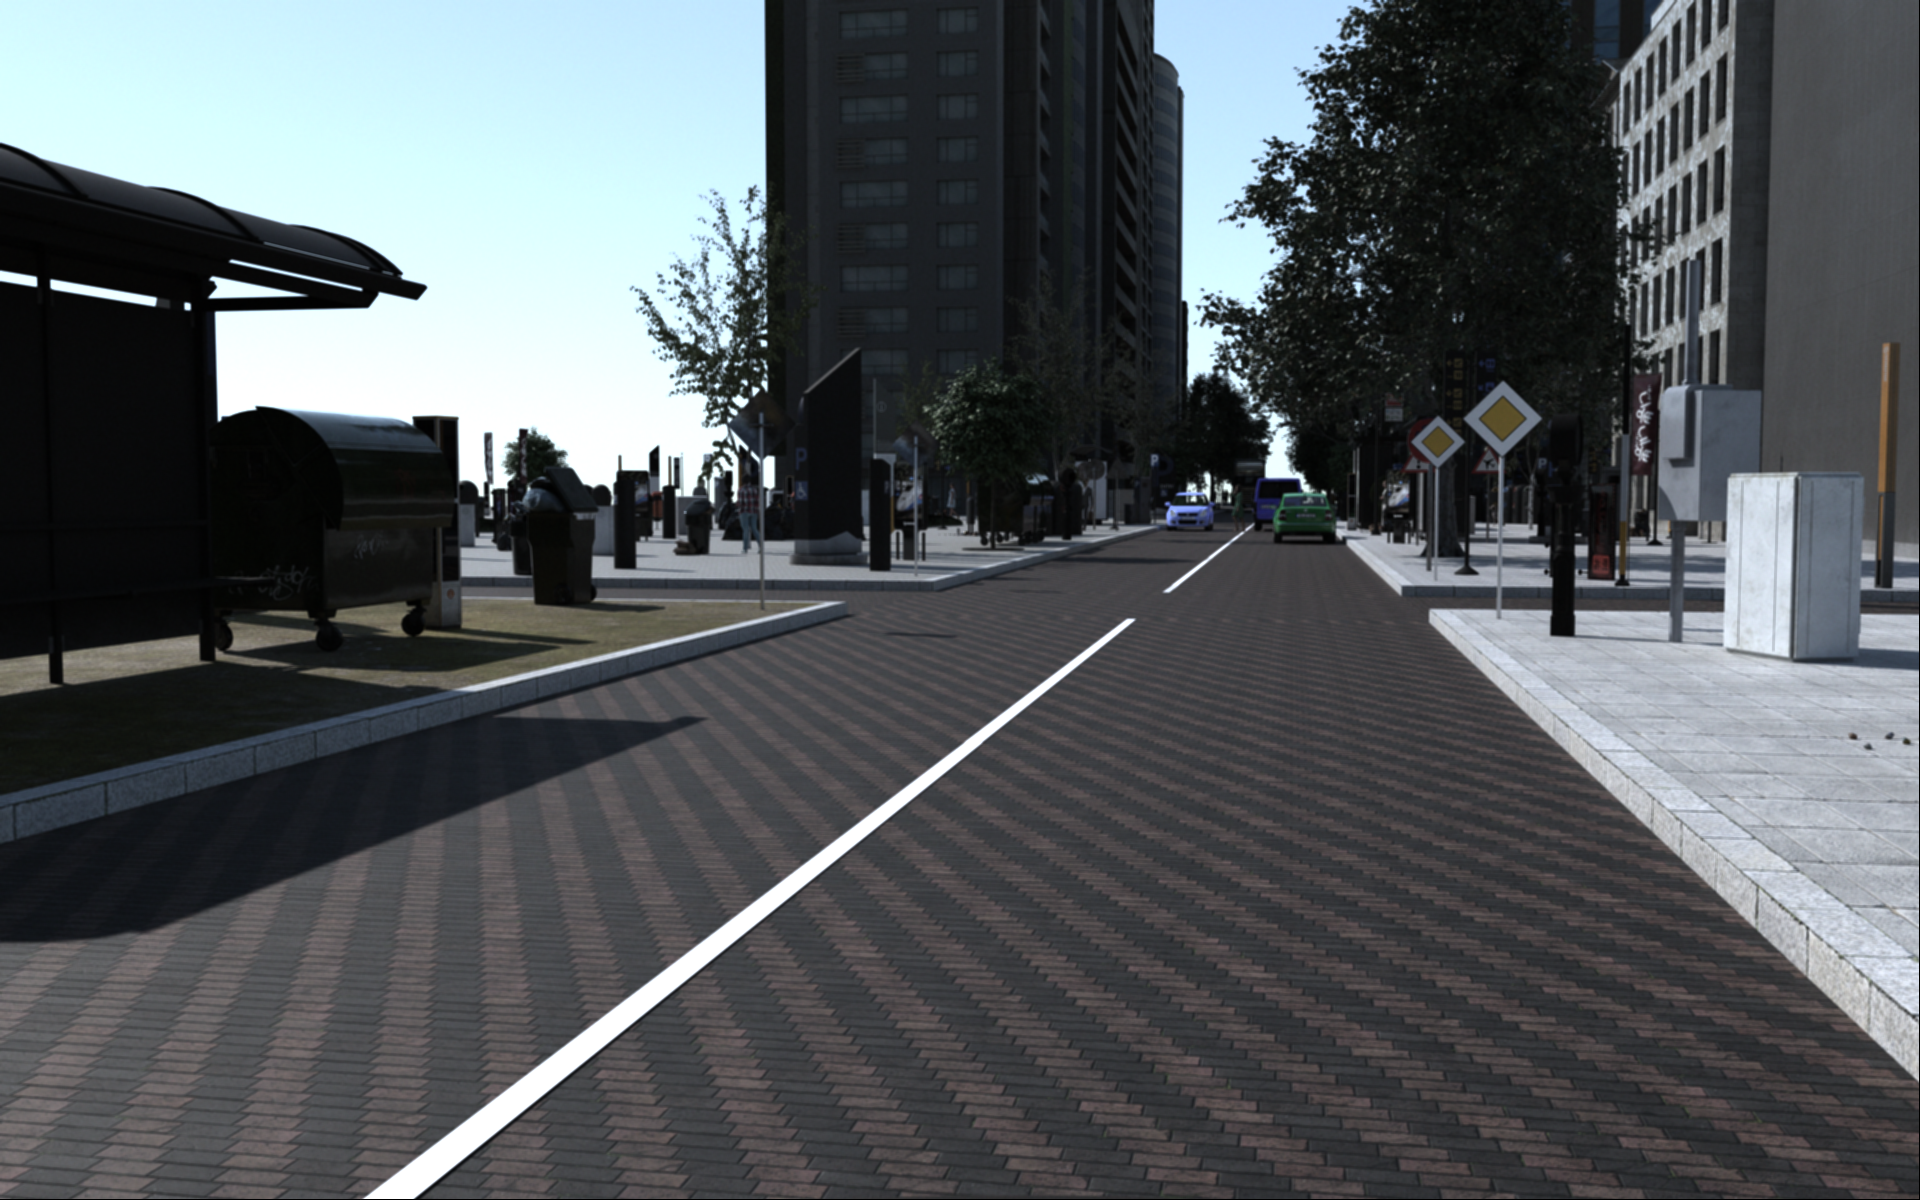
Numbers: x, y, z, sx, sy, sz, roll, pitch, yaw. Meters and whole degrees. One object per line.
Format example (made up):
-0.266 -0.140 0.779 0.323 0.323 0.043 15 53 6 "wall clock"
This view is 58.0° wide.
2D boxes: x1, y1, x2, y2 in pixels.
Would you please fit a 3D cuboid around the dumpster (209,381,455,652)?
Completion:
-5.475 -0.757 14.865 1.502 2.255 1.985 1 4 11 "dumpster"

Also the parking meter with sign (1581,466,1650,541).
17.946 -3.125 47.358 1.738 3.016 0.543 1 4 23 "parking meter with sign"

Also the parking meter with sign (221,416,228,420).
-16.155 -2.546 37.890 0.543 3.016 1.738 0 4 -2 "parking meter with sign"

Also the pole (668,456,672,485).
-15.477 -6.029 92.425 0.158 3.312 0.155 0 3 0 "pole"

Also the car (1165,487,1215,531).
9.082 -3.588 68.263 1.945 1.707 3.694 1 4 11 "car"

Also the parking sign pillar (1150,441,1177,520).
10.252 -6.051 87.413 1.447 3.967 1.447 0 4 -5 "parking sign pillar"

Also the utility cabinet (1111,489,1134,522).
7.568 -4.359 79.951 0.318 1.500 1.173 3 5 42 "utility cabinet"

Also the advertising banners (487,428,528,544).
-11.801 -3.018 45.539 0.090 3.025 2.074 1 4 13 "advertising banners"

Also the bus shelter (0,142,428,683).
-5.566 -1.028 10.724 2.014 3.302 5.546 1 4 11 "bus shelter"

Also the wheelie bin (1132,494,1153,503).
8.250 -4.324 78.613 0.980 1.594 0.693 -1 4 -21 "wheelie bin"

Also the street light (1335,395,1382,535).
12.464 -4.984 54.025 1.470 5.913 1.316 1 4 11 "street light"

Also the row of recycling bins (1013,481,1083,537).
2.668 -2.829 53.359 1.069 1.692 3.534 2 4 32 "row of recycling bins"

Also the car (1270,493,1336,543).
10.257 -2.625 51.720 1.959 1.807 4.718 1 4 10 "car"

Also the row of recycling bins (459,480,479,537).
-16.123 -2.782 52.605 3.534 1.692 1.069 1 4 22 "row of recycling bins"

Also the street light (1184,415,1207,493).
13.811 -7.920 102.025 1.470 5.913 1.316 1 4 11 "street light"

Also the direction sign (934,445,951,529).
-0.638 -4.348 63.087 0.379 3.537 0.876 -3 5 -43 "direction sign"

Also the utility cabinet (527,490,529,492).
-24.477 -5.394 96.877 0.318 1.500 1.173 -3 5 -39 "utility cabinet"

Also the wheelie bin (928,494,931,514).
-1.606 -4.121 75.284 0.693 1.594 0.980 0 4 -1 "wheelie bin"

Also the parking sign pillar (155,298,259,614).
-8.410 -1.853 18.763 1.447 3.967 1.447 -2 4 -33 "parking sign pillar"

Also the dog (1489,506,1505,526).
21.709 -3.382 69.679 0.513 0.831 0.800 -1 4 -20 "dog"

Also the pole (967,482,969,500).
0.436 -5.792 88.542 0.158 3.312 0.155 0 3 0 "pole"

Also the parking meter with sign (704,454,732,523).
-10.329 -4.859 75.711 0.543 3.016 1.738 3 5 45 "parking meter with sign"

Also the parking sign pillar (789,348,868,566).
-2.412 -2.642 31.669 1.447 3.967 1.447 3 5 44 "parking sign pillar"

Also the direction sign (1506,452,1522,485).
29.899 -6.209 93.519 0.876 3.537 0.379 0 4 -1 "direction sign"

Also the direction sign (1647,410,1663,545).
17.534 -3.156 43.592 0.379 3.537 0.876 -3 4 -36 "direction sign"

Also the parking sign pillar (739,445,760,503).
-11.504 -6.508 94.869 1.447 3.967 1.447 3 4 36 "parking sign pillar"

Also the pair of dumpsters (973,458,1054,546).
1.388 -2.594 44.909 1.574 2.255 4.437 1 4 11 "pair of dumpsters"

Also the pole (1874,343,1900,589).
12.573 -1.813 23.480 0.158 3.312 0.155 0 3 0 "pole"

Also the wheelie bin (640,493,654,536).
-9.629 -2.733 52.589 0.693 1.594 0.980 -1 4 -10 "wheelie bin"

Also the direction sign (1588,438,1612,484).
25.029 -4.635 67.785 0.876 3.537 0.379 1 4 9 "direction sign"

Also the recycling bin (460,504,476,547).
-12.267 -1.829 42.455 0.722 1.027 0.722 -1 4 -13 "recycling bin"

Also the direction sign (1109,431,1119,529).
5.626 -4.345 63.041 0.379 3.537 0.876 1 4 12 "direction sign"

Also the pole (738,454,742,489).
-11.230 -5.788 88.481 0.158 3.312 0.155 0 3 0 "pole"

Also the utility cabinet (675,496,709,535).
-8.383 -2.633 54.211 1.020 1.237 0.306 -2 4 -31 "utility cabinet"

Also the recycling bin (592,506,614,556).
-7.440 -1.459 36.403 0.722 1.027 0.722 -2 4 -24 "recycling bin"

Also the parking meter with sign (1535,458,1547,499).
28.046 -5.347 83.679 0.543 3.016 1.738 1 4 14 "parking meter with sign"

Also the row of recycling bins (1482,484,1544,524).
24.123 -4.155 75.053 1.069 1.692 3.534 -1 4 -13 "row of recycling bins"

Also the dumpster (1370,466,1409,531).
15.190 -3.566 60.802 1.502 2.255 1.985 1 4 11 "dumpster"

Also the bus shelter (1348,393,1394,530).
16.014 -5.427 66.363 2.179 5.291 8.768 1 4 11 "bus shelter"

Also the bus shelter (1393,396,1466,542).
14.032 -4.438 50.186 2.179 5.291 8.768 1 4 11 "bus shelter"

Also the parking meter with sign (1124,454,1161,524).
7.851 -4.803 74.786 1.738 3.016 0.543 -3 5 -40 "parking meter with sign"

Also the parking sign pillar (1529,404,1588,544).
15.558 -3.453 44.932 1.447 3.967 1.447 2 4 30 "parking sign pillar"

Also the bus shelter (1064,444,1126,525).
5.760 -4.863 73.432 2.014 3.302 5.546 1 4 11 "bus shelter"

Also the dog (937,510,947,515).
-0.886 -4.205 85.583 0.406 0.507 0.540 1 4 9 "dog"

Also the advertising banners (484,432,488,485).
-12.811 -3.193 48.392 0.090 3.025 2.074 -3 5 -41 "advertising banners"

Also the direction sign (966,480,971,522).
0.470 -5.420 80.606 0.379 3.537 0.876 -1 4 -10 "direction sign"

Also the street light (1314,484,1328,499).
21.161 -7.754 99.311 1.470 5.913 1.316 1 4 11 "street light"

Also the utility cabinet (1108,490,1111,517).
8.257 -5.382 96.672 1.173 1.500 0.318 0 4 -5 "utility cabinet"

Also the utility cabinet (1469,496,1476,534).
15.987 -2.710 55.473 1.020 1.237 0.306 -1 4 -16 "utility cabinet"

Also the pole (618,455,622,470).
-17.730 -5.903 90.351 0.158 3.312 0.155 0 3 0 "pole"

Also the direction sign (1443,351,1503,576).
8.080 -2.172 27.517 0.876 3.537 0.379 -1 4 -9 "direction sign"

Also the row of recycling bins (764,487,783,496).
-11.064 -5.704 100.368 3.534 1.692 1.069 2 4 27 "row of recycling bins"

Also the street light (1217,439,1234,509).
22.584 -10.688 147.296 1.470 5.913 1.316 1 4 11 "street light"

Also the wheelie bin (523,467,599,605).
-4.680 -0.754 20.229 0.693 1.594 0.980 1 4 16 "wheelie bin"

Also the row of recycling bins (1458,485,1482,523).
24.450 -4.565 81.754 1.069 1.692 3.534 2 4 35 "row of recycling bins"

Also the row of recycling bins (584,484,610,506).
-16.454 -4.152 74.995 3.534 1.692 1.069 3 4 39 "row of recycling bins"

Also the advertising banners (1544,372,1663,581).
9.565 -1.811 25.806 0.090 3.025 2.074 -2 4 -28 "advertising banners"
